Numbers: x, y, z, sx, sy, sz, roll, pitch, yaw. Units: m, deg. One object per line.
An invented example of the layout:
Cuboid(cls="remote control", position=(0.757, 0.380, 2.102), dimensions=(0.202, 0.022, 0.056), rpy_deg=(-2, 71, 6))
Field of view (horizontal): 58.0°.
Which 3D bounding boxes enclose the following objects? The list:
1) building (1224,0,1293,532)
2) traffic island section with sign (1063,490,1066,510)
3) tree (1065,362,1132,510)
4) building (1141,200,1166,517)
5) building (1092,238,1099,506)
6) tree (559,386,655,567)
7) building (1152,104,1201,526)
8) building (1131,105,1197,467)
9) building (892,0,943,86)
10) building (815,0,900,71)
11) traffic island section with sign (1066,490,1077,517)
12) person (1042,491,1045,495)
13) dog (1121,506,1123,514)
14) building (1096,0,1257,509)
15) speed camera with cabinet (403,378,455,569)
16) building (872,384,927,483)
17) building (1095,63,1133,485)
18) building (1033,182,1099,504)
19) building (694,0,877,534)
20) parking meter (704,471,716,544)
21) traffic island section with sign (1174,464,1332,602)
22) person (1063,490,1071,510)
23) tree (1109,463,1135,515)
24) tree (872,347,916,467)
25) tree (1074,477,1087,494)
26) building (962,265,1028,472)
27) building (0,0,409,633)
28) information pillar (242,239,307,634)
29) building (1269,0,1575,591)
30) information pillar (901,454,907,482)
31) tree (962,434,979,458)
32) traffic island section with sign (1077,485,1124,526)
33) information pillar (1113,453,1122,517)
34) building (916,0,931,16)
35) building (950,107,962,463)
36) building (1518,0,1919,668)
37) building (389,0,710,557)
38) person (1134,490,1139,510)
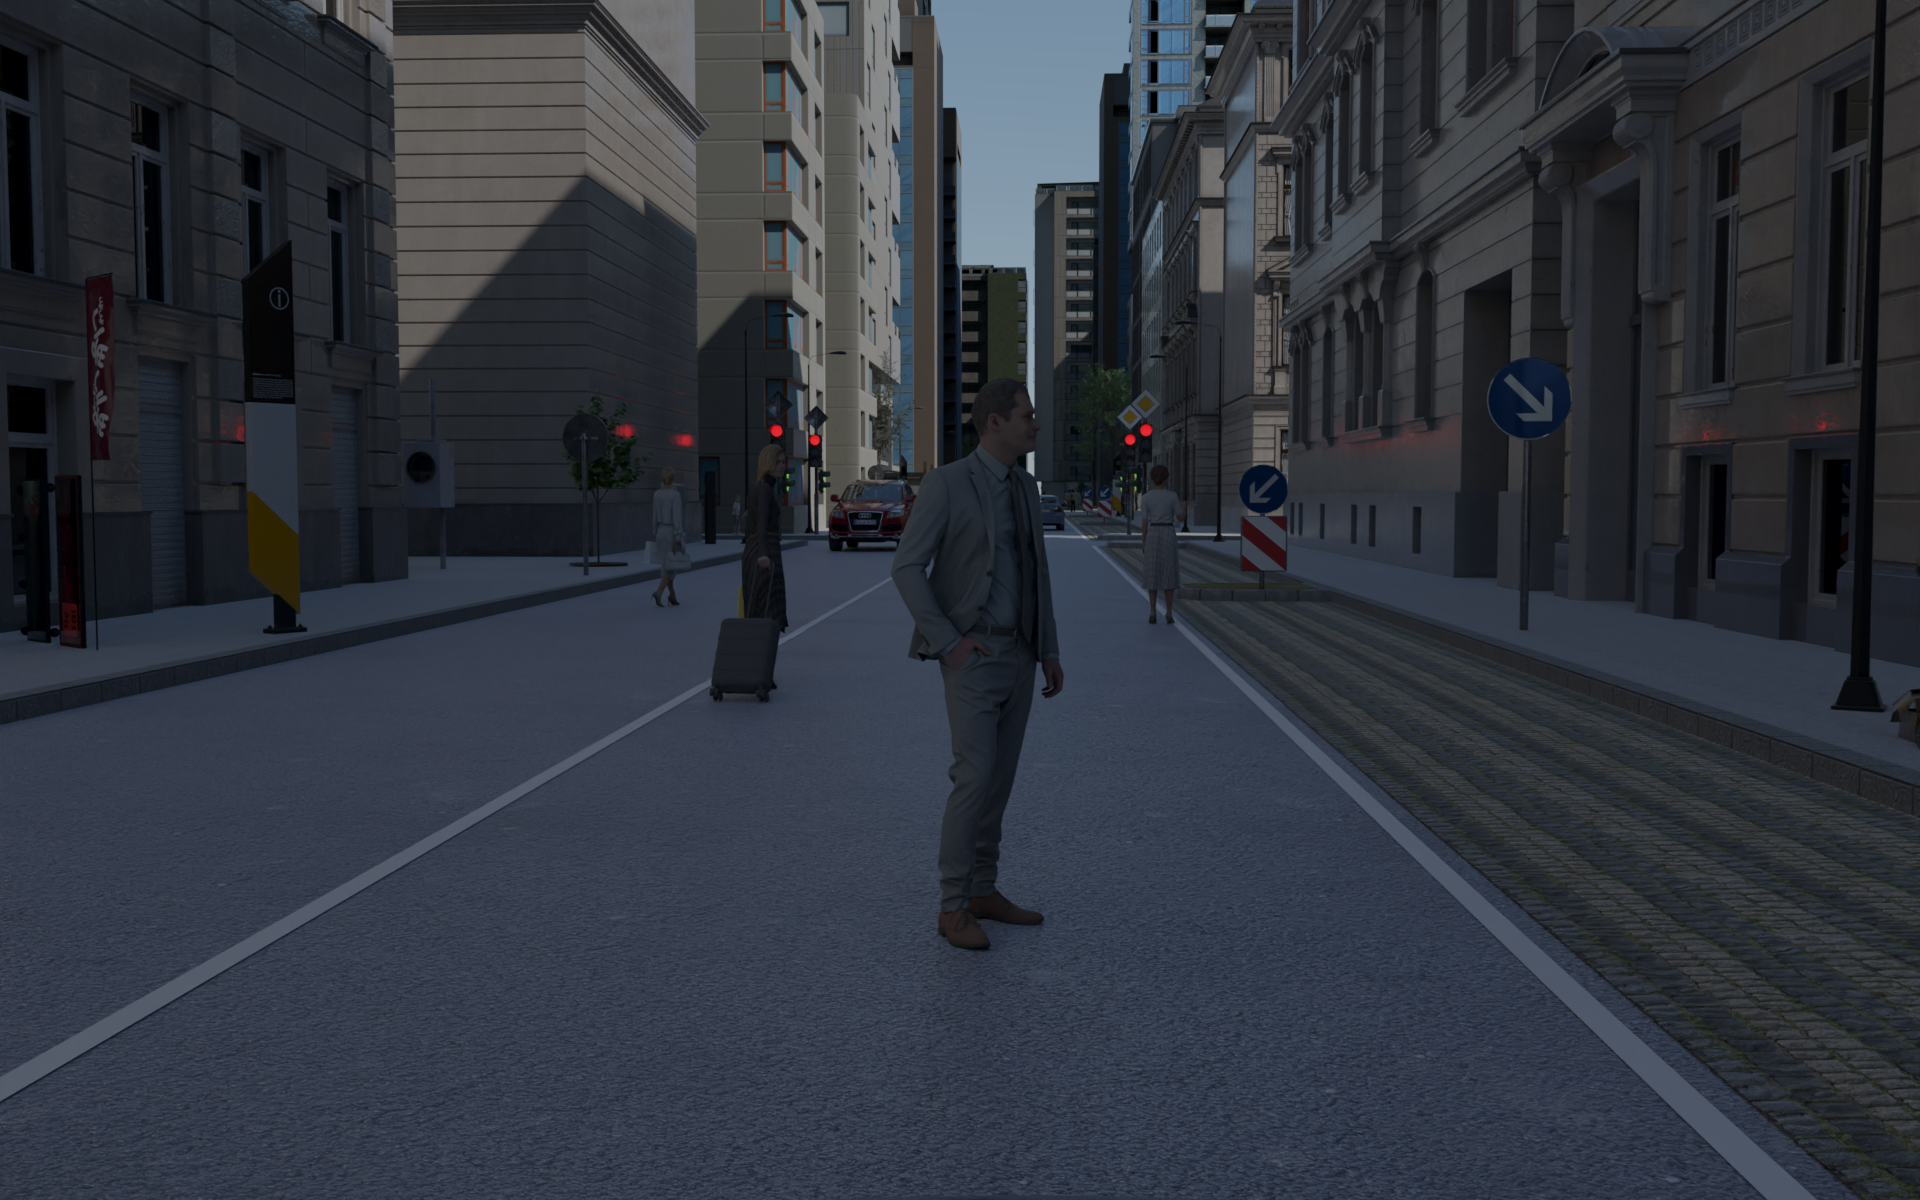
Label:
Cuboid(cls="building", position=(18.510, -11.904, 59.259), dimensions=(19.286, 19.102, 10.561), rpy_deg=(0, 4, 3))
Cuboid(cls="traffic island section with sign", position=(9.943, -9.027, 156.226), dimensions=(1.989, 1.847, 2.006), rpy_deg=(0, 4, 3))
Cuboid(cls="tree", position=(12.180, -12.876, 136.274), dimensions=(9.928, 11.665, 9.643), rpy_deg=(0, 3, 0))
Cuboid(cls="building", position=(15.761, -14.737, 95.696), dimensions=(10.420, 20.320, 16.860), rpy_deg=(0, 4, 3))
Cuboid(cls="building", position=(21.971, -25.986, 196.578), dimensions=(14.160, 30.474, 14.107), rpy_deg=(0, 4, 3))
Cuboid(cls="tree", position=(-6.516, -2.210, 30.740), dimensions=(1.663, 3.219, 1.824), rpy_deg=(0, 3, 0))
Cuboid(cls="building", position=(14.495, -13.034, 77.733), dimensions=(10.561, 19.102, 19.286), rpy_deg=(0, 4, 3))
Cuboid(cls="building", position=(19.161, -19.737, 116.213), dimensions=(14.314, 27.812, 24.014), rpy_deg=(0, 4, 3))
Cuboid(cls="building", position=(-8.834, -31.244, 160.947), dimensions=(14.600, 45.320, 14.200), rpy_deg=(0, 4, 3))
Cuboid(cls="building", position=(-17.874, -31.564, 105.308), dimensions=(28.713, 52.752, 27.495), rpy_deg=(0, 4, 3))
Cuboid(cls="traffic island section with sign", position=(7.681, -5.960, 106.076), dimensions=(1.989, 1.847, 2.006), rpy_deg=(0, 4, 3))
Cuboid(cls="person", position=(9.557, -11.506, 197.294), dimensions=(0.621, 1.740, 0.551), rpy_deg=(1, 4, 14))
Cuboid(cls="dog", position=(10.077, -5.807, 109.320), dimensions=(0.800, 0.831, 0.513), rpy_deg=(-2, 4, -35))
Cuboid(cls="building", position=(24.189, -51.610, 156.493), dimensions=(22.319, 86.520, 31.000), rpy_deg=(0, 4, 3))
Cuboid(cls="speed camera with cabinet", position=(-9.692, -2.150, 29.495), dimensions=(2.038, 3.252, 0.660), rpy_deg=(1, 4, 10))
Cuboid(cls="building", position=(-18.346, -27.558, 142.450), dimensions=(32.217, 40.220, 23.993), rpy_deg=(0, 4, 3))
Cuboid(cls="building", position=(21.648, -32.488, 181.291), dimensions=(14.600, 45.320, 14.200), rpy_deg=(0, 4, 3))
Cuboid(cls="building", position=(16.359, -32.831, 220.379), dimensions=(14.086, 41.232, 14.154), rpy_deg=(0, 4, 3))
Cuboid(cls="building", position=(-18.505, -13.767, 70.124), dimensions=(27.650, 21.520, 28.899), rpy_deg=(0, 4, 3))
Cuboid(cls="parking meter", position=(-6.410, -2.368, 44.435), dimensions=(0.255, 1.863, 0.399), rpy_deg=(-1, 4, -15))
Cuboid(cls="traffic island section with sign", position=(3.977, -0.934, 23.898), dimensions=(1.989, 1.847, 2.006), rpy_deg=(0, 4, 3))
Cuboid(cls="person", position=(9.583, -8.828, 152.836), dimensions=(0.705, 1.824, 1.348), rpy_deg=(-2, 4, -34))
Cuboid(cls="tree", position=(9.968, -6.857, 106.719), dimensions=(1.663, 3.219, 1.824), rpy_deg=(0, 3, 0))
Cuboid(cls="tree", position=(-4.214, -8.334, 86.620), dimensions=(4.360, 8.622, 3.978), rpy_deg=(0, 3, 0))
Cuboid(cls="tree", position=(13.939, -12.564, 200.022), dimensions=(1.663, 3.219, 1.824), rpy_deg=(0, 3, 0))
Cuboid(cls="building", position=(1.667, -27.501, 221.345), dimensions=(14.107, 30.474, 14.160), rpy_deg=(0, 4, 3))
Cuboid(cls="building", position=(-14.552, -13.234, 13.642), dimensions=(12.463, 27.353, 25.104), rpy_deg=(0, 4, 3))
Cuboid(cls="information pillar", position=(-6.293, -1.499, 15.858), dimensions=(0.183, 3.616, 0.504), rpy_deg=(2, 4, 33))
Cuboid(cls="building", position=(14.105, -15.013, 32.849), dimensions=(14.401, 28.519, 23.554), rpy_deg=(0, 4, 3))
Cuboid(cls="information pillar", position=(-3.308, -6.782, 102.245), dimensions=(0.183, 3.616, 0.504), rpy_deg=(-3, 5, -41))
Cuboid(cls="tree", position=(1.395, -15.733, 207.594), dimensions=(4.737, 8.622, 4.395), rpy_deg=(0, 3, 0))
Cuboid(cls="traffic island section with sign", position=(6.466, -4.313, 79.148), dimensions=(1.989, 1.847, 2.006), rpy_deg=(0, 4, 3))
Cuboid(cls="information pillar", position=(8.964, -6.569, 98.764), dimensions=(0.504, 3.616, 0.183), rpy_deg=(1, 4, 16))
Cuboid(cls="building", position=(-11.172, -45.223, 177.653), dimensions=(20.563, 71.187, 20.611), rpy_deg=(0, 4, 3))
Cuboid(cls="building", position=(-7.207, -33.475, 197.432), dimensions=(14.200, 45.320, 14.600), rpy_deg=(0, 4, 3))
Cuboid(cls="building", position=(13.263, -13.767, 10.994), dimensions=(13.634, 28.700, 20.117), rpy_deg=(0, 4, 3))
Cuboid(cls="building", position=(-19.327, -14.897, 40.836), dimensions=(25.104, 27.353, 12.463), rpy_deg=(0, 4, 3))
Cuboid(cls="person", position=(13.765, -7.902, 135.965), dimensions=(0.721, 1.743, 1.217), rpy_deg=(1, 4, 22))
